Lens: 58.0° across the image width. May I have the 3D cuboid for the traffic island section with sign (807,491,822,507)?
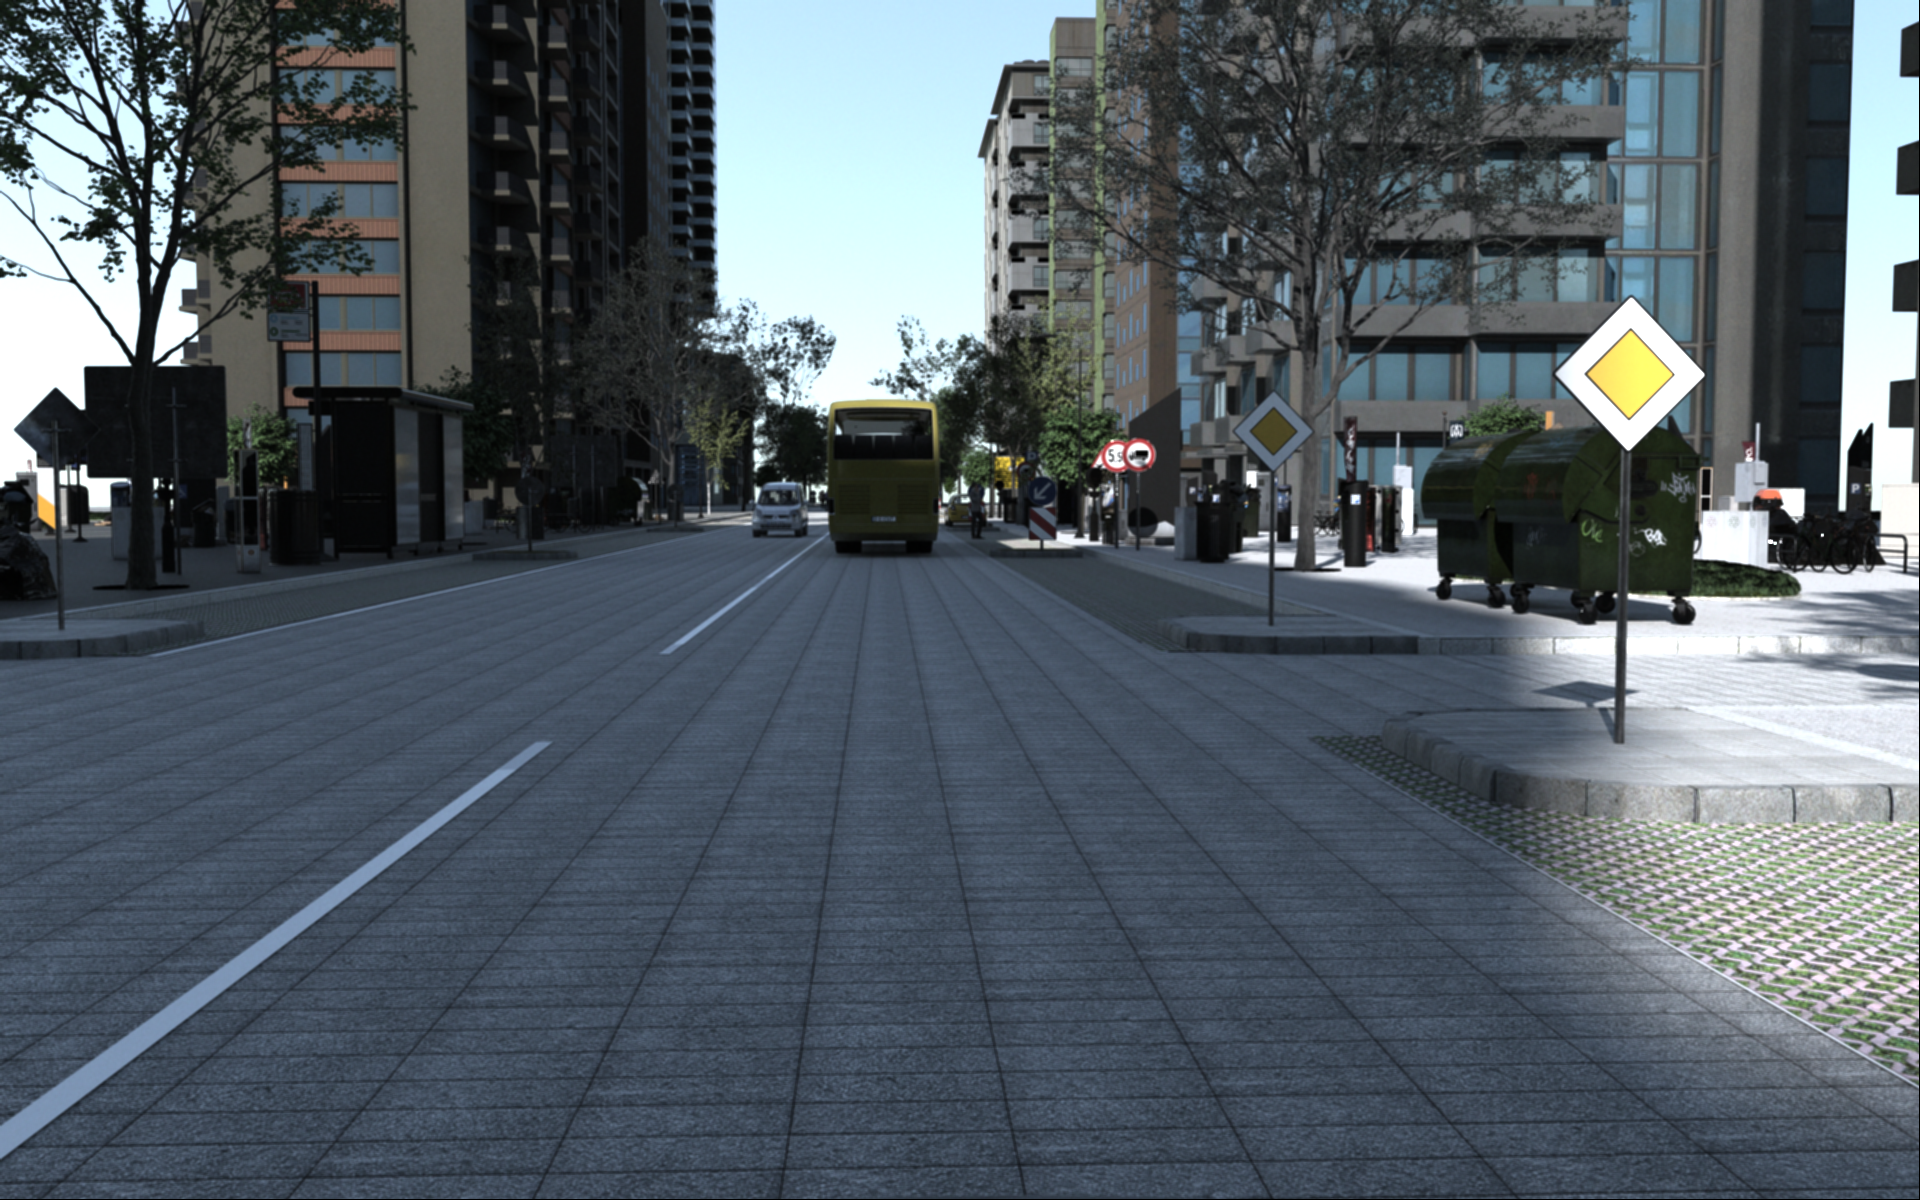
[{"bbox_3d":[-16.748,-11.615,198.540,1.989,1.847,2.006,0,4,-3],"label":"traffic island section with sign"}]

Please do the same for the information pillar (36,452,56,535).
[{"bbox_3d":[-28.470,-3.829,53.953,0.504,3.616,0.183,-2,4,-29],"label":"information pillar"}]

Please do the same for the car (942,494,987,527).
[{"bbox_3d":[0.235,-4.069,76.757,2.015,1.641,3.980,0,4,-3],"label":"car"}]

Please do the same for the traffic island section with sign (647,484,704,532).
[{"bbox_3d":[-10.761,-3.488,65.652,1.989,1.847,2.006,0,4,-3],"label":"traffic island section with sign"}]

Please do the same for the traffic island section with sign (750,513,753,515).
[{"bbox_3d":[-13.045,-6.589,116.352,1.989,1.847,2.006,0,4,-3],"label":"traffic island section with sign"}]

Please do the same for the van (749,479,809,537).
[{"bbox_3d":[-6.090,-3.168,58.800,2.013,2.044,4.112,0,4,-1],"label":"van"}]

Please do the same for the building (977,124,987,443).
[{"bbox_3d":[17.444,-39.680,238.006,28.713,52.752,27.495,0,4,-3],"label":"building"}]

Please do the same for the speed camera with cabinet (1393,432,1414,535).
[{"bbox_3d":[14.082,-3.706,54.934,0.660,3.252,2.038,1,4,13],"label":"speed camera with cabinet"}]

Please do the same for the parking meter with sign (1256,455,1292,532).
[{"bbox_3d":[10.495,-3.848,59.177,0.543,3.016,1.738,-3,4,-36],"label":"parking meter with sign"}]

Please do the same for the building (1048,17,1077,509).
[{"bbox_3d":[14.692,-28.710,153.005,14.154,41.232,14.086,0,4,-3],"label":"building"}]

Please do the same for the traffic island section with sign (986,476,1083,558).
[{"bbox_3d":[1.703,-1.892,39.559,1.989,1.847,2.006,0,4,-3],"label":"traffic island section with sign"}]

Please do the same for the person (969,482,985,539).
[{"bbox_3d":[0.537,-2.834,55.017,0.473,1.802,0.592,3,5,39],"label":"person"}]

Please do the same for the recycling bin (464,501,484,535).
[{"bbox_3d":[-15.532,-2.569,54.559,0.722,1.027,0.722,1,4,9],"label":"recycling bin"}]

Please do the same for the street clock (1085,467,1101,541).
[{"bbox_3d":[3.640,-2.591,46.937,0.471,2.002,0.358,-2,4,-30],"label":"street clock"}]

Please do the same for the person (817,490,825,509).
[{"bbox_3d":[-13.243,-9.739,167.742,1.348,1.823,0.705,2,4,23],"label":"person"}]

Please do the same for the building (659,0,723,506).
[{"bbox_3d":[-37.873,-53.994,195.471,22.319,86.520,31.000,0,4,-3],"label":"building"}]

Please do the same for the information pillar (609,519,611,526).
[{"bbox_3d":[-14.247,-4.850,70.657,0.183,3.616,0.504,0,4,-8],"label":"information pillar"}]

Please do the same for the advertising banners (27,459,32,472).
[{"bbox_3d":[-47.491,-5.604,87.818,2.074,3.025,0.090,3,4,39],"label":"advertising banners"}]

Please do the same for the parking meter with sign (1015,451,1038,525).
[{"bbox_3d":[2.692,-4.597,71.416,0.543,3.016,1.738,-1,4,-15],"label":"parking meter with sign"}]

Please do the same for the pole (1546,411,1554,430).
[{"bbox_3d":[14.524,-2.989,42.721,0.158,3.312,0.155,0,3,0],"label":"pole"}]

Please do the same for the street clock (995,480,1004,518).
[{"bbox_3d":[2.095,-5.311,91.405,0.471,2.002,0.358,0,4,6],"label":"street clock"}]

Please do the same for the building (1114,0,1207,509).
[{"bbox_3d":[16.804,-27.524,100.128,14.600,45.320,14.200,0,4,-3],"label":"building"}]

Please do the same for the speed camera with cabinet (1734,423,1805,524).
[{"bbox_3d":[22.797,-3.328,48.742,2.038,3.252,0.660,-1,4,-21],"label":"speed camera with cabinet"}]

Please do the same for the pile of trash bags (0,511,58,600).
[{"bbox_3d":[-12.343,-0.626,19.986,1.912,1.369,3.447,1,4,16],"label":"pile of trash bags"}]

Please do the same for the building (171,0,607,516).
[{"bbox_3d":[-33.773,-27.500,104.242,22.147,44.769,28.867,0,4,-3],"label":"building"}]

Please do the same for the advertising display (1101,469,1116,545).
[{"bbox_3d":[3.773,-2.351,43.647,0.123,1.923,0.974,-1,4,-15],"label":"advertising display"}]

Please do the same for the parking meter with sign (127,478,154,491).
[{"bbox_3d":[-36.959,-4.980,77.689,0.543,3.016,1.738,2,4,33],"label":"parking meter with sign"}]

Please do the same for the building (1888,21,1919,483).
[{"bbox_3d":[32.206,-25.089,33.912,21.600,48.544,21.300,0,4,-3],"label":"building"}]

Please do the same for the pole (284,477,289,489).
[{"bbox_3d":[-32.080,-5.422,82.486,0.158,3.312,0.155,0,3,0],"label":"pole"}]

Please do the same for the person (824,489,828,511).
[{"bbox_3d":[-10.933,-8.308,144.200,0.599,1.838,0.709,-3,5,-43],"label":"person"}]

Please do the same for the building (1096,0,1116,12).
[{"bbox_3d":[15.720,-26.362,114.612,14.154,41.232,14.086,0,4,-3],"label":"building"}]

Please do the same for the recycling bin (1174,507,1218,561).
[{"bbox_3d":[4.600,-1.291,33.663,0.722,1.027,0.722,0,4,-8],"label":"recycling bin"}]

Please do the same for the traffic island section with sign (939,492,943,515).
[{"bbox_3d":[-1.763,-6.601,116.551,1.989,1.847,2.006,0,4,-3],"label":"traffic island section with sign"}]

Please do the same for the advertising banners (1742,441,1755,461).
[{"bbox_3d":[26.898,-3.760,57.666,2.074,3.025,0.090,-1,4,-12],"label":"advertising banners"}]

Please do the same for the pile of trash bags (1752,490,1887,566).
[{"bbox_3d":[15.790,-1.395,32.561,1.912,1.369,3.447,0,4,0],"label":"pile of trash bags"}]

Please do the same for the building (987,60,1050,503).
[{"bbox_3d":[18.820,-37.945,209.642,28.713,52.752,27.495,0,4,-3],"label":"building"}]

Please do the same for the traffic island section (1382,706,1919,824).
[{"bbox_3d":[3.414,0.816,8.931,2.009,0.180,2.903,0,4,-3],"label":"traffic island section"}]

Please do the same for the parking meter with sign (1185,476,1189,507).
[{"bbox_3d":[8.638,-4.386,67.974,0.543,3.016,1.738,3,5,43],"label":"parking meter with sign"}]

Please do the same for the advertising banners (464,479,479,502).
[{"bbox_3d":[-17.562,-3.982,61.288,0.090,3.025,2.074,1,4,19],"label":"advertising banners"}]

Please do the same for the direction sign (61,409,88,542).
[{"bbox_3d":[-23.677,-3.333,46.498,0.876,3.537,0.379,1,4,16],"label":"direction sign"}]

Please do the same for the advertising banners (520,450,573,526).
[{"bbox_3d":[-16.611,-4.484,69.507,2.074,3.025,0.090,-1,4,-22],"label":"advertising banners"}]

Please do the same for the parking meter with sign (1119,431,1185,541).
[{"bbox_3d":[5.198,-3.140,47.603,1.738,3.016,0.543,-1,4,-13],"label":"parking meter with sign"}]

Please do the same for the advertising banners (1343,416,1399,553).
[{"bbox_3d":[9.094,-2.585,38.454,0.090,3.025,2.074,-1,4,-22],"label":"advertising banners"}]

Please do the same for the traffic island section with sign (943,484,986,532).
[{"bbox_3d":[0.483,-3.552,66.699,1.989,1.847,2.006,0,4,-3],"label":"traffic island section with sign"}]

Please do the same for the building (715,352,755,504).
[{"bbox_3d":[-41.911,-23.387,227.422,27.650,21.520,28.899,0,4,-3],"label":"building"}]

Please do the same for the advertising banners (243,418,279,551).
[{"bbox_3d":[-15.861,-2.639,39.338,0.090,3.025,2.074,-3,5,-43],"label":"advertising banners"}]

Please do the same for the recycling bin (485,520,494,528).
[{"bbox_3d":[-18.312,-3.280,66.182,0.722,1.027,0.722,3,4,38],"label":"recycling bin"}]

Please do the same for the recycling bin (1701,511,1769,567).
[{"bbox_3d":[11.697,-0.832,26.157,0.722,1.027,0.722,-3,5,-39],"label":"recycling bin"}]

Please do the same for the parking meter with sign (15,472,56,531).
[{"bbox_3d":[-32.045,-3.872,59.574,1.738,3.016,0.543,-1,4,-14],"label":"parking meter with sign"}]

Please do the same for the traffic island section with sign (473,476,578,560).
[{"bbox_3d":[-9.505,-1.803,38.099,1.989,1.847,2.006,0,4,-3],"label":"traffic island section with sign"}]

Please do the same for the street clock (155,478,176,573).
[{"bbox_3d":[-12.984,-1.456,28.371,0.358,2.002,0.471,-1,4,-19],"label":"street clock"}]

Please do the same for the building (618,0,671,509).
[{"bbox_3d":[-32.472,-30.378,146.792,14.600,45.320,14.200,0,4,-3],"label":"building"}]

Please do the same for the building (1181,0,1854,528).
[{"bbox_3d":[22.752,-27.942,76.461,23.786,49.044,30.456,0,4,-3],"label":"building"}]

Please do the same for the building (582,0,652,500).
[{"bbox_3d":[-34.092,-42.216,128.487,20.563,71.187,20.611,0,4,-3],"label":"building"}]

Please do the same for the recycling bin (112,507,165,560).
[{"bbox_3d":[-16.137,-1.314,34.045,0.722,1.027,0.722,0,4,3],"label":"recycling bin"}]
